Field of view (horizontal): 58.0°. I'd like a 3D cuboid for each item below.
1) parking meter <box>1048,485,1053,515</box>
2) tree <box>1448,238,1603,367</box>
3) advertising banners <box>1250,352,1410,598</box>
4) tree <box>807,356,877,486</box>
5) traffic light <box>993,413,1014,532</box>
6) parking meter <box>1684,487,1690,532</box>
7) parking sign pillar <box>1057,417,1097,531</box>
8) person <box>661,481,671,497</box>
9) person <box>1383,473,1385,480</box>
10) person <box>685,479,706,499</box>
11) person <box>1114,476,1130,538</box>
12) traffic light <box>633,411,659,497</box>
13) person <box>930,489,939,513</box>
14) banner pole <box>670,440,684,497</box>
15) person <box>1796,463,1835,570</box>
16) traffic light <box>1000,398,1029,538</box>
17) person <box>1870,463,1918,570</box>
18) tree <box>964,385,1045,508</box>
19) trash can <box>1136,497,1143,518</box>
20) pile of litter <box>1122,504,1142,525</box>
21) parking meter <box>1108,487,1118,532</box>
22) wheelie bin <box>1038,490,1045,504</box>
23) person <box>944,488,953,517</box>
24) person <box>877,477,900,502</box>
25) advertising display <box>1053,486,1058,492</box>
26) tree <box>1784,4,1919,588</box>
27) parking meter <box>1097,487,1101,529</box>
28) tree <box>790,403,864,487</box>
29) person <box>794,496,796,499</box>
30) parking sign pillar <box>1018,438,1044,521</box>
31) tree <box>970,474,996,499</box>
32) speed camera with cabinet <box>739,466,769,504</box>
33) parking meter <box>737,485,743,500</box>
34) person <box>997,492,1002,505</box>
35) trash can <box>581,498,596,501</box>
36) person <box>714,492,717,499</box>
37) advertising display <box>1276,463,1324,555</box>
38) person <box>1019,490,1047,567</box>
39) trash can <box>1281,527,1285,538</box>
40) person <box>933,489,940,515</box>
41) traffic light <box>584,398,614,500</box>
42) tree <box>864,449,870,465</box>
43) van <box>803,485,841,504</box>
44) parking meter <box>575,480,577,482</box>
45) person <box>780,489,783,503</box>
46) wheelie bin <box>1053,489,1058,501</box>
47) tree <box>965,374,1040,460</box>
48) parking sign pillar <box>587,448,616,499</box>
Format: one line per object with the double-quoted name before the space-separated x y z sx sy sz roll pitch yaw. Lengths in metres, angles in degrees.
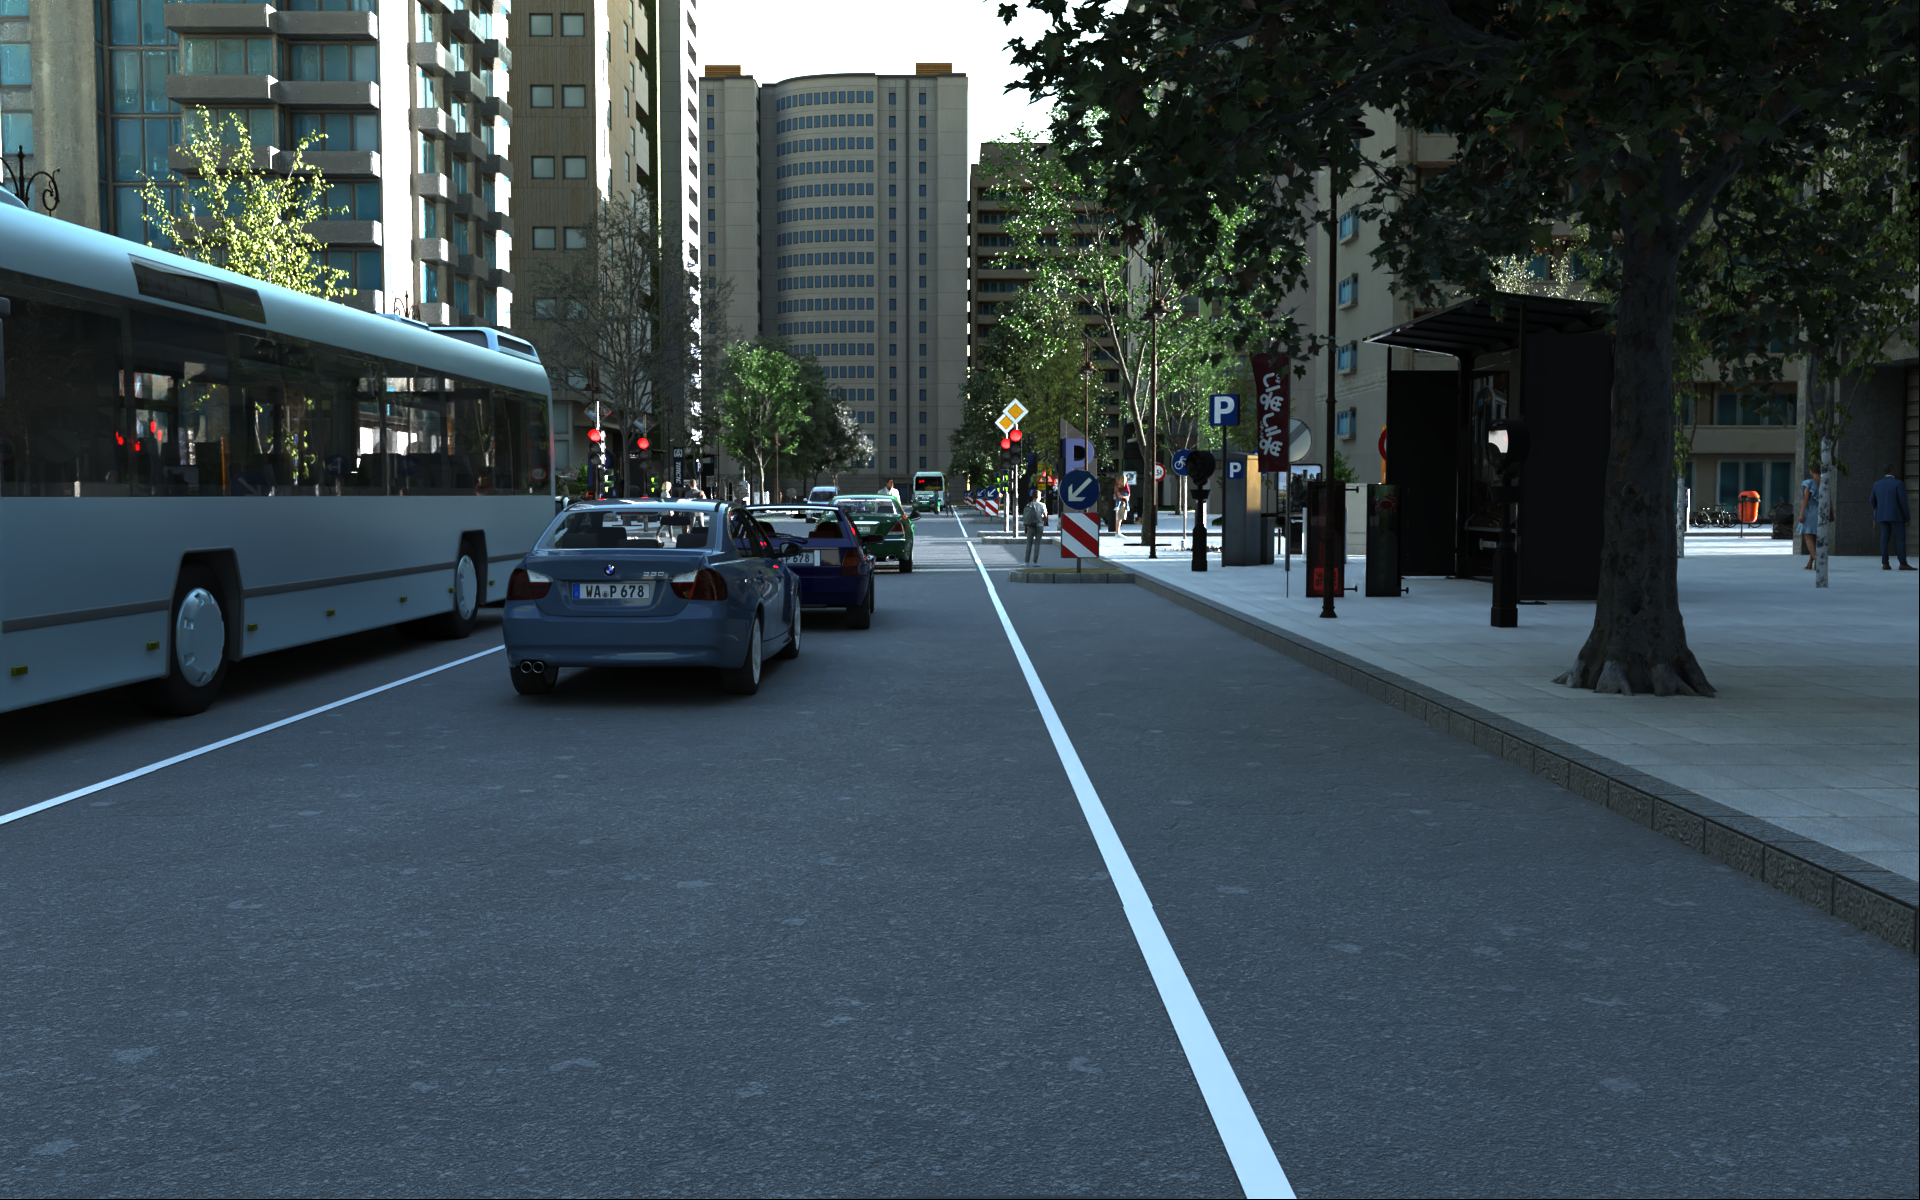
"parking meter" 5.483 -6.127 105.888 0.399 1.863 0.255 -1 4 -22
"tree" 13.856 -5.625 42.334 4.360 8.622 3.978 0 3 0
"advertising banners" 4.567 -1.544 21.440 2.074 3.025 0.090 0 4 -7
"tree" -13.404 -14.618 149.373 12.009 13.543 11.850 0 3 0
"traffic light" 1.539 -4.266 58.664 0.839 4.253 0.868 0 4 0
"parking meter" 24.648 -3.096 59.027 0.372 1.533 0.369 0 3 0
"parking sign pillar" 4.131 -4.423 60.783 1.447 3.967 1.447 -1 4 -20
"person" -8.693 -2.591 51.037 0.728 1.800 0.709 -1 4 -23
"person" 9.547 -1.990 38.760 0.526 1.800 0.537 0 4 0
"person" -7.062 -2.313 46.276 0.622 1.834 0.822 -2 4 -34
"person" 4.762 -2.763 51.195 0.573 1.828 0.580 -3 4 -39
"traffic light" -10.621 -4.259 58.555 0.839 4.253 0.868 0 4 0
"person" -1.945 -7.626 133.451 0.573 1.790 0.520 2 4 31
"banner pole" -13.198 -5.517 80.221 0.863 3.779 0.401 -1 4 -12
"person" 14.436 -1.408 29.161 0.616 1.811 0.778 1 4 9
"traffic light" 1.601 -3.777 50.680 0.839 4.253 0.868 0 4 0
"person" 15.755 -1.409 29.262 0.419 1.800 0.721 -3 4 -38
"tree" 4.192 -14.422 153.930 7.486 12.596 7.792 0 3 0
"trash can" 8.179 -3.991 76.909 0.748 1.137 0.748 0 3 0
"pile of litter" 7.459 -3.645 73.560 1.176 0.858 1.719 2 4 34
"parking meter" 5.217 -3.083 58.821 0.372 1.533 0.369 0 3 0
"wheelie bin" 6.171 -7.591 132.013 0.980 1.594 0.693 1 4 20
"person" -0.717 -6.141 109.182 0.520 1.790 0.573 -1 4 -22
"person" -1.741 -2.033 41.592 0.661 1.843 0.795 -1 4 -21
"advertising display" 7.106 -7.703 131.150 0.974 1.923 0.123 3 4 37
"tree" 12.067 -4.473 23.504 4.737 8.622 4.395 0 3 0
"parking meter" 4.925 -3.331 62.878 0.372 1.533 0.369 0 3 0
"tree" -14.778 -14.693 174.641 8.767 10.594 7.601 0 4 5
"person" -18.353 -11.382 192.857 0.721 1.743 1.217 -1 4 -10
"parking sign pillar" 3.482 -5.750 82.487 1.447 3.967 1.447 0 4 5
"tree" 2.766 -13.616 206.342 4.285 4.588 4.351 0 3 0
"speed camera with cabinet" -14.653 -7.878 123.142 2.038 3.252 0.660 0 4 2
"parking meter" -14.239 -6.501 112.005 0.255 1.863 0.399 2 4 26
"person" 4.577 -11.944 202.263 0.756 1.711 0.436 0 4 4
"trash can" -13.551 -3.183 63.703 0.748 1.137 0.748 0 3 0
"person" -27.670 -11.543 195.223 0.683 1.767 0.568 -2 4 -28
"advertising display" 7.188 -1.924 36.668 0.974 1.923 0.123 1 4 23
"person" 1.442 -1.413 34.203 0.503 1.515 0.523 -1 4 -23
"trash can" 9.755 -2.399 50.885 0.748 1.137 0.748 0 3 0
"person" -1.581 -6.567 116.218 0.444 1.785 0.601 0 4 6
"traffic light" -10.560 -3.771 50.570 0.839 4.253 0.868 0 4 0
"tree" -14.233 -15.999 195.993 8.767 10.594 7.601 -2 4 -28
"van" -6.757 -4.862 86.510 2.013 2.044 4.112 0 4 1
"parking meter" -13.683 -3.388 61.106 0.399 1.863 0.255 0 4 -7
"person" -20.122 -11.489 193.889 0.705 1.824 1.348 -2 4 -25
"wheelie bin" 6.545 -6.629 116.297 0.693 1.594 0.980 1 4 22
"tree" 3.988 -11.661 125.064 8.767 10.594 7.601 2 4 28
"parking sign pillar" -16.758 -5.660 81.011 1.447 3.967 1.447 1 4 17
